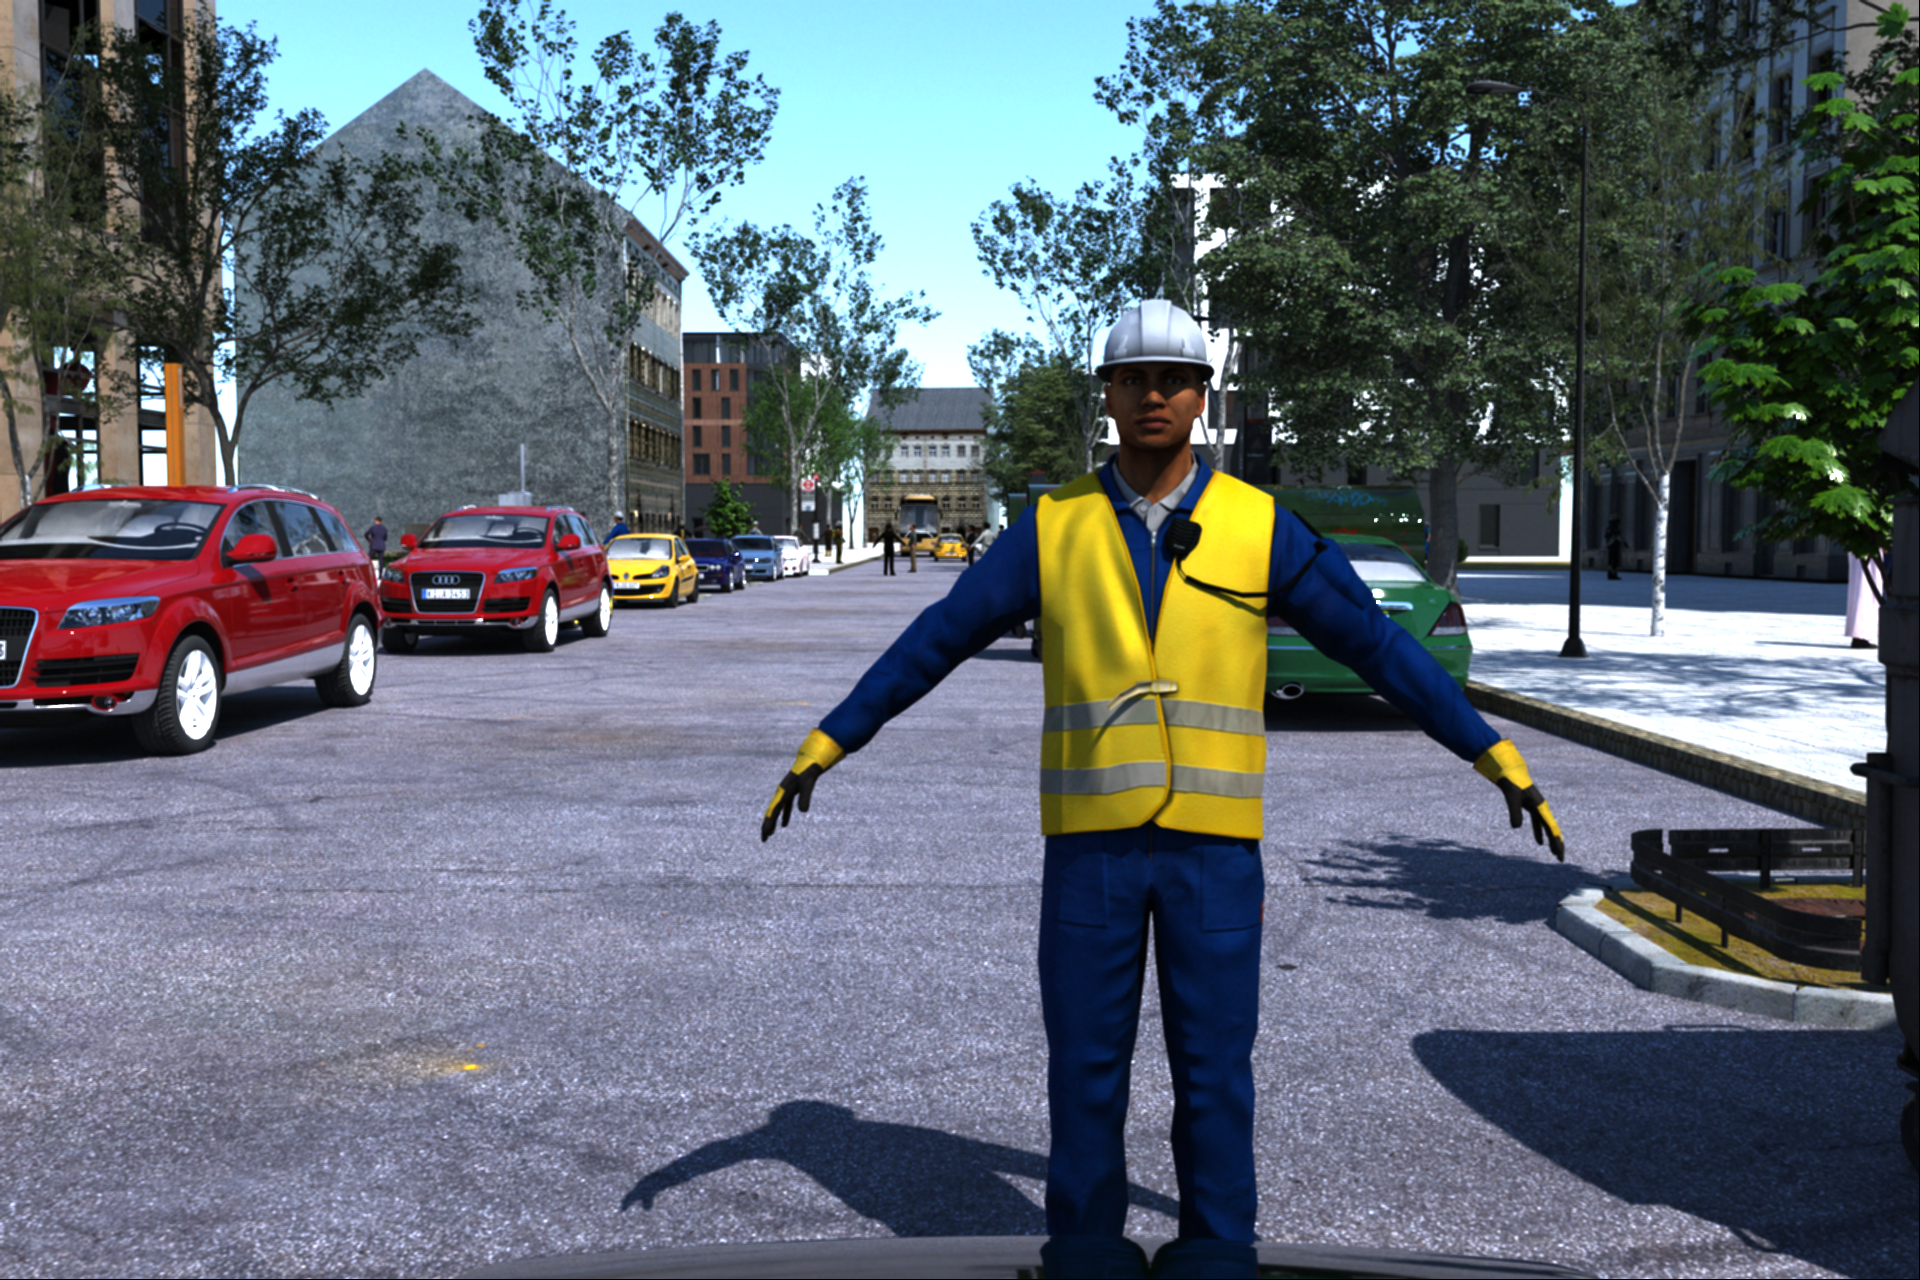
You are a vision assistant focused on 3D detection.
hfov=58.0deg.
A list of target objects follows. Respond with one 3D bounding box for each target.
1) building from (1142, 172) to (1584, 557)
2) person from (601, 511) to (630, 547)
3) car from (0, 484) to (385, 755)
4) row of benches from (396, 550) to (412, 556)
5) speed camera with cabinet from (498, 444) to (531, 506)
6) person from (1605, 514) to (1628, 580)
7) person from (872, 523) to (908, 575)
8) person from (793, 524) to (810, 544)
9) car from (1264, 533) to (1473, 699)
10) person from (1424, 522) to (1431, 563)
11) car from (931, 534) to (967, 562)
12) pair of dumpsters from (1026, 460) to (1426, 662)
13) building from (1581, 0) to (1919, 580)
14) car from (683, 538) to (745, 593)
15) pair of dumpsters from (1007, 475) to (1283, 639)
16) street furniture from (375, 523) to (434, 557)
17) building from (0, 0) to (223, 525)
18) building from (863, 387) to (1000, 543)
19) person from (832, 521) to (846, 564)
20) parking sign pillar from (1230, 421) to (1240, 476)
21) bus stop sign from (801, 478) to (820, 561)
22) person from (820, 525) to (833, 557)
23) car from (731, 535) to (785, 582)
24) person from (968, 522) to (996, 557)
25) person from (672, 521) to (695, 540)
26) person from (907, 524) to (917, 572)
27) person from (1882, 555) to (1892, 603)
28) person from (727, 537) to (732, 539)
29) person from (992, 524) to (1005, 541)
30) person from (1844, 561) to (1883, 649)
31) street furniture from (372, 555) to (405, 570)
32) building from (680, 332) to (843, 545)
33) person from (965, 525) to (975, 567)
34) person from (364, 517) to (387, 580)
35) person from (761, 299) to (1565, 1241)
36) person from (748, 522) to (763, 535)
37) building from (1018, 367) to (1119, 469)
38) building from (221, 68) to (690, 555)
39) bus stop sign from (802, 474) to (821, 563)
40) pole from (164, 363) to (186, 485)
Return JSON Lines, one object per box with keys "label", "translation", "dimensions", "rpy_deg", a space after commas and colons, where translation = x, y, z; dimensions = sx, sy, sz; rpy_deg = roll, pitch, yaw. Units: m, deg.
{"label": "building", "translation": [25.641, -16.534, 114.308], "dimensions": [27.936, 21.610, 32.646], "rpy_deg": [0, 3, 0]}
{"label": "person", "translation": [-8.438, -2.256, 42.764], "dimensions": [0.705, 1.842, 1.347], "rpy_deg": [1, 4, 22]}
{"label": "car", "translation": [-5.974, -0.259, 12.911], "dimensions": [2.281, 1.827, 5.304], "rpy_deg": [0, 4, 0]}
{"label": "row of benches", "translation": [-20.078, -3.232, 68.308], "dimensions": [4.104, 0.672, 1.422], "rpy_deg": [-1, 4, -15]}
{"label": "speed camera with cabinet", "translation": [-9.780, -2.717, 38.752], "dimensions": [0.660, 3.252, 2.038], "rpy_deg": [0, 4, 1]}
{"label": "person", "translation": [18.391, -2.616, 48.639], "dimensions": [0.704, 1.845, 1.351], "rpy_deg": [0, 4, -1]}
{"label": "person", "translation": [-2.449, -3.142, 60.009], "dimensions": [1.347, 1.806, 0.705], "rpy_deg": [1, 4, 20]}
{"label": "person", "translation": [-8.206, -5.049, 88.822], "dimensions": [1.348, 1.796, 0.705], "rpy_deg": [3, 5, 41]}
{"label": "car", "translation": [2.860, -0.178, 14.703], "dimensions": [2.131, 1.459, 4.920], "rpy_deg": [0, 4, -1]}
{"label": "person", "translation": [21.019, -4.405, 78.145], "dimensions": [0.704, 1.817, 1.347], "rpy_deg": [0, 4, 2]}
{"label": "car", "translation": [-0.510, -4.914, 90.562], "dimensions": [2.015, 1.641, 3.980], "rpy_deg": [0, 4, -1]}
{"label": "pair of dumpsters", "translation": [2.931, -0.903, 19.718], "dimensions": [4.436, 2.255, 1.574], "rpy_deg": [0, 4, -1]}
{"label": "building", "translation": [26.993, -12.521, 52.942], "dimensions": [9.793, 21.092, 18.267], "rpy_deg": [0, 4, 0]}
{"label": "car", "translation": [-6.411, -1.881, 43.342], "dimensions": [1.945, 1.354, 3.894], "rpy_deg": [0, 3, 0]}
{"label": "pair of dumpsters", "translation": [2.834, -1.178, 24.215], "dimensions": [4.436, 2.255, 1.574], "rpy_deg": [0, 4, -1]}
{"label": "street furniture", "translation": [-22.514, -4.193, 75.403], "dimensions": [11.010, 1.723, 9.812], "rpy_deg": [-3, 4, -37]}
{"label": "building", "translation": [-30.718, -15.984, 27.557], "dimensions": [22.709, 31.103, 35.509], "rpy_deg": [0, 4, 1]}
{"label": "building", "translation": [-3.927, -25.961, 257.847], "dimensions": [18.063, 23.208, 19.493], "rpy_deg": [0, 4, 7]}
{"label": "person", "translation": [-5.189, -4.216, 74.707], "dimensions": [0.705, 1.858, 1.354], "rpy_deg": [-1, 4, -17]}
{"label": "parking sign pillar", "translation": [6.822, -3.265, 41.858], "dimensions": [1.447, 3.967, 1.447], "rpy_deg": [0, 4, 0]}
{"label": "bus stop sign", "translation": [-6.978, -5.646, 81.014], "dimensions": [0.855, 3.939, 0.416], "rpy_deg": [0, 4, 0]}
{"label": "person", "translation": [-7.509, -5.647, 98.473], "dimensions": [1.346, 1.812, 0.704], "rpy_deg": [-3, 5, -43]}
{"label": "car", "translation": [-6.431, -2.545, 53.616], "dimensions": [2.014, 1.417, 4.499], "rpy_deg": [0, 4, 0]}
{"label": "person", "translation": [0.836, -2.867, 55.518], "dimensions": [1.347, 1.806, 0.705], "rpy_deg": [-3, 5, -41]}
{"label": "person", "translation": [-12.048, -4.236, 75.044], "dimensions": [1.354, 1.856, 0.705], "rpy_deg": [-1, 4, -15]}
{"label": "person", "translation": [-1.792, -3.432, 64.834], "dimensions": [0.705, 1.796, 1.348], "rpy_deg": [-1, 4, -11]}
{"label": "person", "translation": [17.209, -1.583, 31.799], "dimensions": [0.709, 1.838, 0.599], "rpy_deg": [-3, 5, -43]}
{"label": "person", "translation": [-12.482, -5.370, 94.016], "dimensions": [0.704, 1.802, 1.346], "rpy_deg": [-1, 4, -9]}
{"label": "person", "translation": [2.322, -5.626, 98.135], "dimensions": [0.704, 1.843, 1.345], "rpy_deg": [3, 5, 39]}
{"label": "person", "translation": [10.200, -0.778, 19.428], "dimensions": [0.621, 1.740, 0.551], "rpy_deg": [-2, 4, -33]}
{"label": "street furniture", "translation": [-19.531, -2.924, 63.434], "dimensions": [10.072, 0.657, 5.734], "rpy_deg": [-1, 4, -8]}
{"label": "building", "translation": [-28.278, -21.273, 191.787], "dimensions": [27.936, 21.610, 32.646], "rpy_deg": [0, 4, 1]}
{"label": "person", "translation": [0.301, -3.043, 58.924], "dimensions": [0.721, 1.740, 1.216], "rpy_deg": [0, 4, 6]}
{"label": "person", "translation": [-16.394, -2.567, 48.456], "dimensions": [0.568, 1.767, 0.683], "rpy_deg": [3, 5, 44]}
{"label": "person", "translation": [0.333, 0.331, 3.011], "dimensions": [1.349, 1.833, 0.705], "rpy_deg": [0, 4, 8]}
{"label": "person", "translation": [-8.934, -4.285, 75.911], "dimensions": [1.347, 1.847, 0.705], "rpy_deg": [3, 4, 36]}
{"label": "building", "translation": [21.517, -23.514, 228.421], "dimensions": [27.936, 21.610, 32.646], "rpy_deg": [0, 4, 0]}
{"label": "building", "translation": [-25.255, -15.921, 91.240], "dimensions": [19.493, 23.208, 18.063], "rpy_deg": [0, 4, -1]}
{"label": "bus stop sign", "translation": [-6.601, -5.404, 77.052], "dimensions": [0.855, 3.939, 0.416], "rpy_deg": [0, 4, 0]}
{"label": "pole", "translation": [-9.407, -1.650, 20.814], "dimensions": [0.158, 3.312, 0.155], "rpy_deg": [0, 3, 0]}
